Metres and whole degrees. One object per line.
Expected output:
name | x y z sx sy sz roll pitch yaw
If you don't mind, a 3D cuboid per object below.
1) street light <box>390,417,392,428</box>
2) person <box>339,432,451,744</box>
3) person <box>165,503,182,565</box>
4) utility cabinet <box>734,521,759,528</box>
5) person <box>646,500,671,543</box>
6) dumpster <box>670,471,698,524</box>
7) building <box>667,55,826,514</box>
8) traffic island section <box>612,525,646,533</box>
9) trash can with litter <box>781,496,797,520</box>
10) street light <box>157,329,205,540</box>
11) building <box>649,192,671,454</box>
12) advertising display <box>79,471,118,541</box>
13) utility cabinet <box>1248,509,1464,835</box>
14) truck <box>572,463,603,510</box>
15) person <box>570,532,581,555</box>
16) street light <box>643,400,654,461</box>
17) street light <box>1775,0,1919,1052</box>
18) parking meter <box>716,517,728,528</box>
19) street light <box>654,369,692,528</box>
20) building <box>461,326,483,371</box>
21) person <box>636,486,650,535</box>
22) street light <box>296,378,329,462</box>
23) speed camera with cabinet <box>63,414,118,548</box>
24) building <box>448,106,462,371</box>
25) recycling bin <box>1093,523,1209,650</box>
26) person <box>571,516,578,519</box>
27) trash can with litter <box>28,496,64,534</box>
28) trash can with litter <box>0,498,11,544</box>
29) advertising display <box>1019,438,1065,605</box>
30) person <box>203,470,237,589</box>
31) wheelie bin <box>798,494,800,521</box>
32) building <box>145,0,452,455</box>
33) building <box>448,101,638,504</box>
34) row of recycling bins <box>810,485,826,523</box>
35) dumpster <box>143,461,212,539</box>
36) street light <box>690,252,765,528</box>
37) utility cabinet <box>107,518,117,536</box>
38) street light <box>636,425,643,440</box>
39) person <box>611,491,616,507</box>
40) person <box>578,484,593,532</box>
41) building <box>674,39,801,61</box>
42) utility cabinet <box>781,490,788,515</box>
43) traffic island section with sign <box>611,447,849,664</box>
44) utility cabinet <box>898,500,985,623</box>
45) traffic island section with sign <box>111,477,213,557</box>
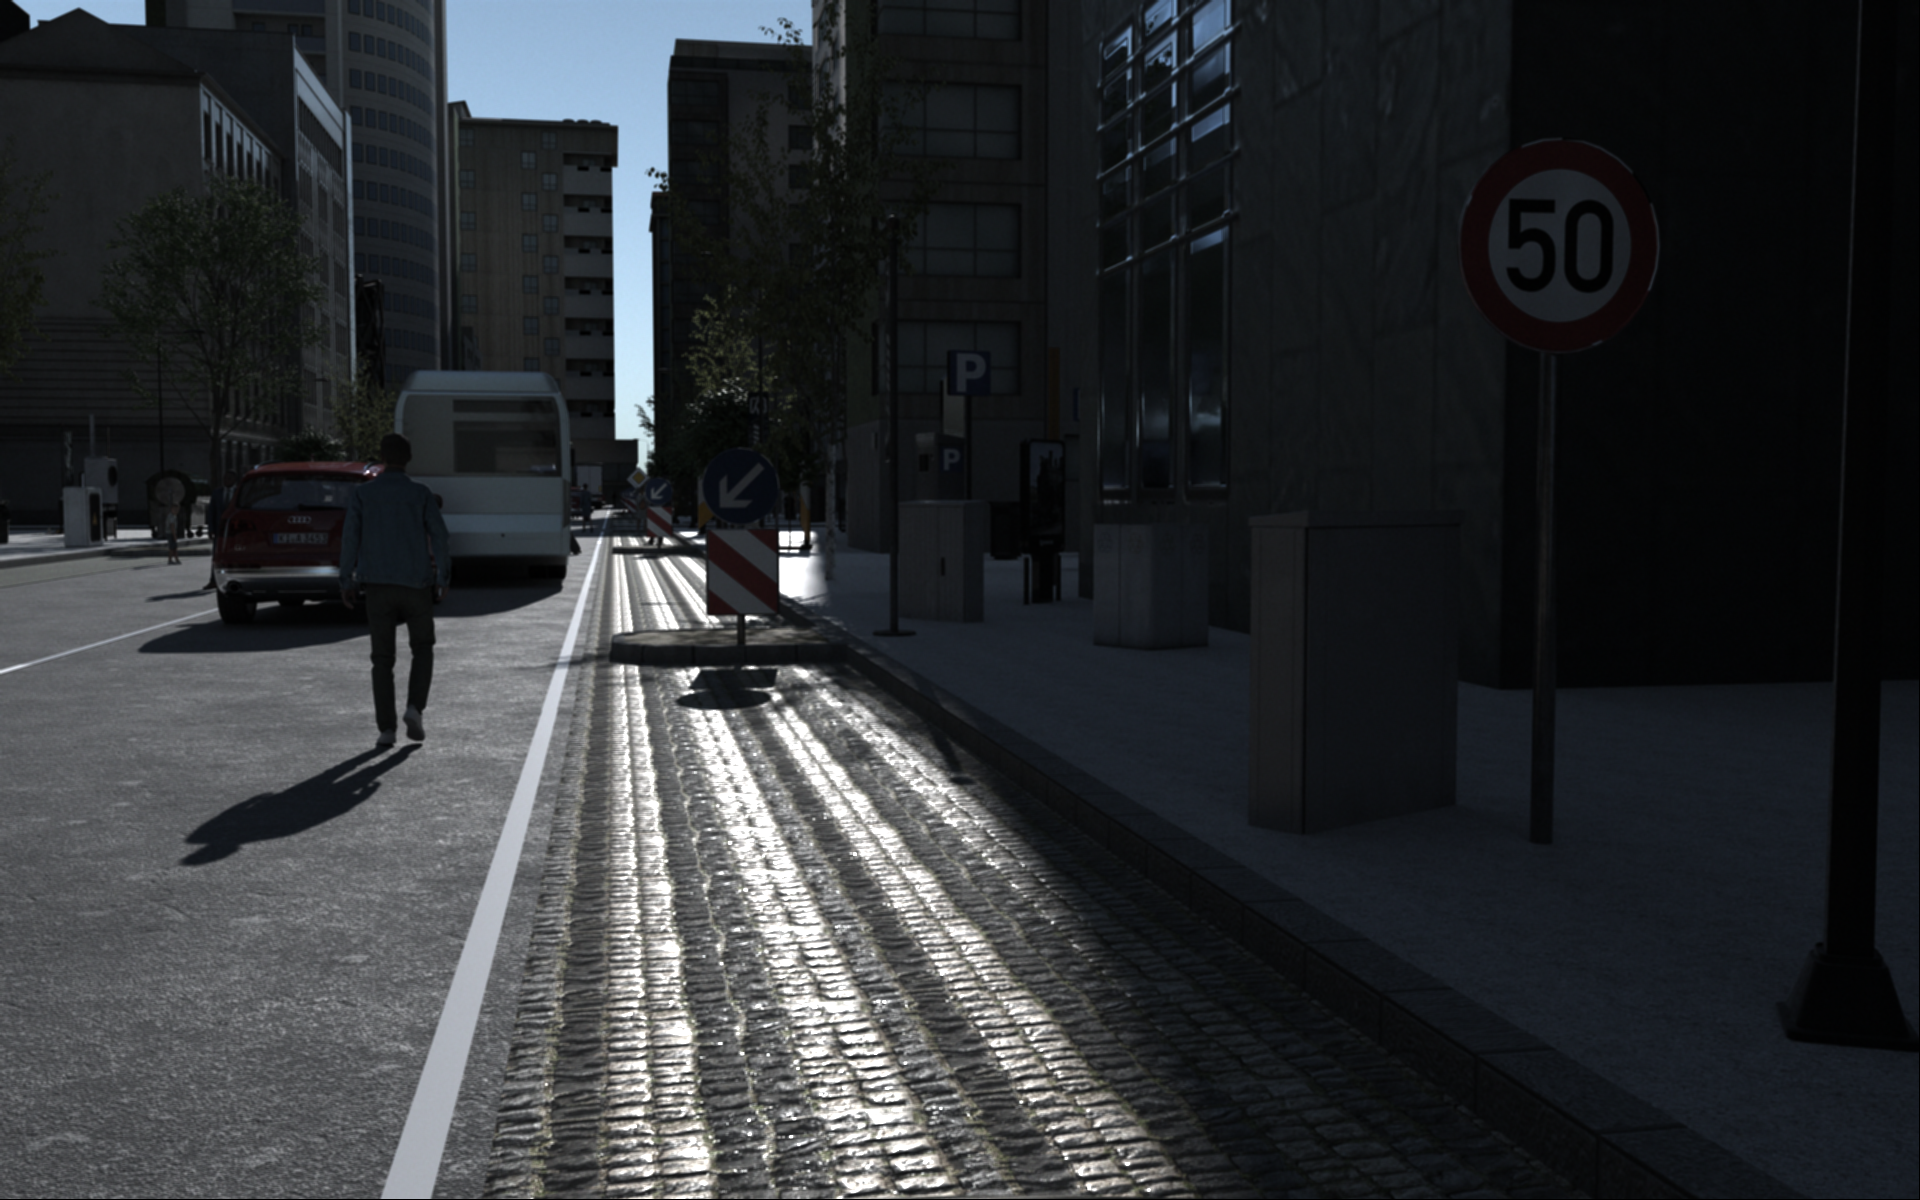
street light | -32.046 -7.757 99.365 1.470 5.913 1.316 -1 4 -11
person | -3.217 -0.064 9.888 0.601 1.785 0.444 -1 4 -14
person | -15.996 -1.348 35.224 0.352 1.250 0.332 1 4 11
utility cabinet | -6.746 -2.810 54.626 0.318 1.500 1.173 -3 4 -36
person | -8.718 -2.529 50.039 0.721 1.800 0.419 0 4 6
dumpster | -11.764 -4.393 74.317 1.502 2.255 1.985 -1 4 -11
building | -12.938 -21.250 119.146 14.160 30.474 14.107 -1 4 -11
traffic island section | -11.912 -2.580 64.466 2.009 0.180 2.903 -1 4 -11
trash can with litter | -8.450 -4.554 85.848 0.624 1.170 1.055 1 4 9
street light | -21.949 -4.666 48.836 1.470 5.913 1.316 -1 4 -11
building | -30.511 -36.060 244.209 28.867 44.769 22.147 -1 4 -11
advertising display | -24.744 -2.724 49.753 0.974 1.923 0.123 -3 5 -42
utility cabinet | 1.582 0.260 6.914 1.020 1.237 0.306 -3 5 -41
truck | -35.132 -10.689 163.675 2.839 4.237 11.283 -1 4 -13
person | -9.636 -1.946 40.528 1.509 1.804 0.699 -2 4 -23
street light | -14.860 -6.943 86.058 1.470 5.913 1.316 -1 4 -11
street light | 1.590 -1.916 3.870 1.470 5.913 1.316 -1 4 -11
parking meter | -7.769 -2.938 56.446 0.372 1.533 0.369 0 3 0
street light | -10.518 -5.623 64.479 1.470 5.913 1.316 -1 4 -11
building | -70.405 -21.583 197.926 28.899 21.520 27.650 -1 4 -11
person | -10.935 -3.071 59.716 0.512 1.701 0.522 -1 4 -11
street light | -26.032 -5.934 69.557 1.470 5.913 1.316 -1 4 -11
speed camera with cabinet | -21.303 -2.943 42.449 0.660 3.252 2.038 0 4 -6
building | -58.513 -30.116 175.998 14.154 41.232 14.086 -1 4 -11
recycling bin | 1.616 -0.128 14.653 0.722 1.027 0.722 -3 4 -38
person | -22.168 -5.574 99.842 0.606 1.804 0.583 -3 5 -40
trash can with litter | -28.758 -2.723 55.576 1.678 1.210 2.233 -3 5 -44
trash can with litter | -24.944 -2.026 44.509 1.055 1.170 0.624 1 4 20
advertising display | 0.975 -0.929 20.409 0.123 1.923 0.974 2 4 29
person | -11.167 -1.082 26.378 0.721 1.800 0.419 -2 4 -23
wheelie bin | -7.222 -4.550 82.295 0.693 1.594 0.980 3 5 44
building | -57.425 -37.399 153.468 21.231 58.520 28.212 -1 4 -11
building | -59.329 -39.923 241.975 27.495 52.752 28.713 -1 4 -11
row of recycling bins | -6.752 -4.404 79.117 1.069 1.692 3.534 0 4 2
dumpster | -22.919 -2.949 50.709 1.502 2.255 1.985 -1 4 -11
street light | -4.399 -3.732 33.556 1.470 5.913 1.316 -1 4 -11
utility cabinet | -26.164 -2.670 52.327 1.173 1.500 0.318 -1 4 -19
street light | -20.805 -8.784 116.160 1.470 5.913 1.316 -1 4 -11
person | -38.418 -11.175 192.029 0.721 1.723 1.217 1 4 12
person | -13.963 -3.436 64.695 0.581 1.822 0.654 -2 4 -34
building | -19.328 -29.189 160.827 14.154 41.232 14.086 -1 4 -11
utility cabinet | -10.597 -5.913 105.358 0.318 1.500 1.173 0 4 5
traffic island section with sign | -2.113 -0.419 15.472 1.989 1.847 2.006 -1 4 -11
utility cabinet | -0.204 -0.398 17.670 0.306 1.237 1.020 -3 5 -42
traffic island section with sign | -18.404 -1.931 40.208 1.989 1.847 2.006 -1 4 -11
